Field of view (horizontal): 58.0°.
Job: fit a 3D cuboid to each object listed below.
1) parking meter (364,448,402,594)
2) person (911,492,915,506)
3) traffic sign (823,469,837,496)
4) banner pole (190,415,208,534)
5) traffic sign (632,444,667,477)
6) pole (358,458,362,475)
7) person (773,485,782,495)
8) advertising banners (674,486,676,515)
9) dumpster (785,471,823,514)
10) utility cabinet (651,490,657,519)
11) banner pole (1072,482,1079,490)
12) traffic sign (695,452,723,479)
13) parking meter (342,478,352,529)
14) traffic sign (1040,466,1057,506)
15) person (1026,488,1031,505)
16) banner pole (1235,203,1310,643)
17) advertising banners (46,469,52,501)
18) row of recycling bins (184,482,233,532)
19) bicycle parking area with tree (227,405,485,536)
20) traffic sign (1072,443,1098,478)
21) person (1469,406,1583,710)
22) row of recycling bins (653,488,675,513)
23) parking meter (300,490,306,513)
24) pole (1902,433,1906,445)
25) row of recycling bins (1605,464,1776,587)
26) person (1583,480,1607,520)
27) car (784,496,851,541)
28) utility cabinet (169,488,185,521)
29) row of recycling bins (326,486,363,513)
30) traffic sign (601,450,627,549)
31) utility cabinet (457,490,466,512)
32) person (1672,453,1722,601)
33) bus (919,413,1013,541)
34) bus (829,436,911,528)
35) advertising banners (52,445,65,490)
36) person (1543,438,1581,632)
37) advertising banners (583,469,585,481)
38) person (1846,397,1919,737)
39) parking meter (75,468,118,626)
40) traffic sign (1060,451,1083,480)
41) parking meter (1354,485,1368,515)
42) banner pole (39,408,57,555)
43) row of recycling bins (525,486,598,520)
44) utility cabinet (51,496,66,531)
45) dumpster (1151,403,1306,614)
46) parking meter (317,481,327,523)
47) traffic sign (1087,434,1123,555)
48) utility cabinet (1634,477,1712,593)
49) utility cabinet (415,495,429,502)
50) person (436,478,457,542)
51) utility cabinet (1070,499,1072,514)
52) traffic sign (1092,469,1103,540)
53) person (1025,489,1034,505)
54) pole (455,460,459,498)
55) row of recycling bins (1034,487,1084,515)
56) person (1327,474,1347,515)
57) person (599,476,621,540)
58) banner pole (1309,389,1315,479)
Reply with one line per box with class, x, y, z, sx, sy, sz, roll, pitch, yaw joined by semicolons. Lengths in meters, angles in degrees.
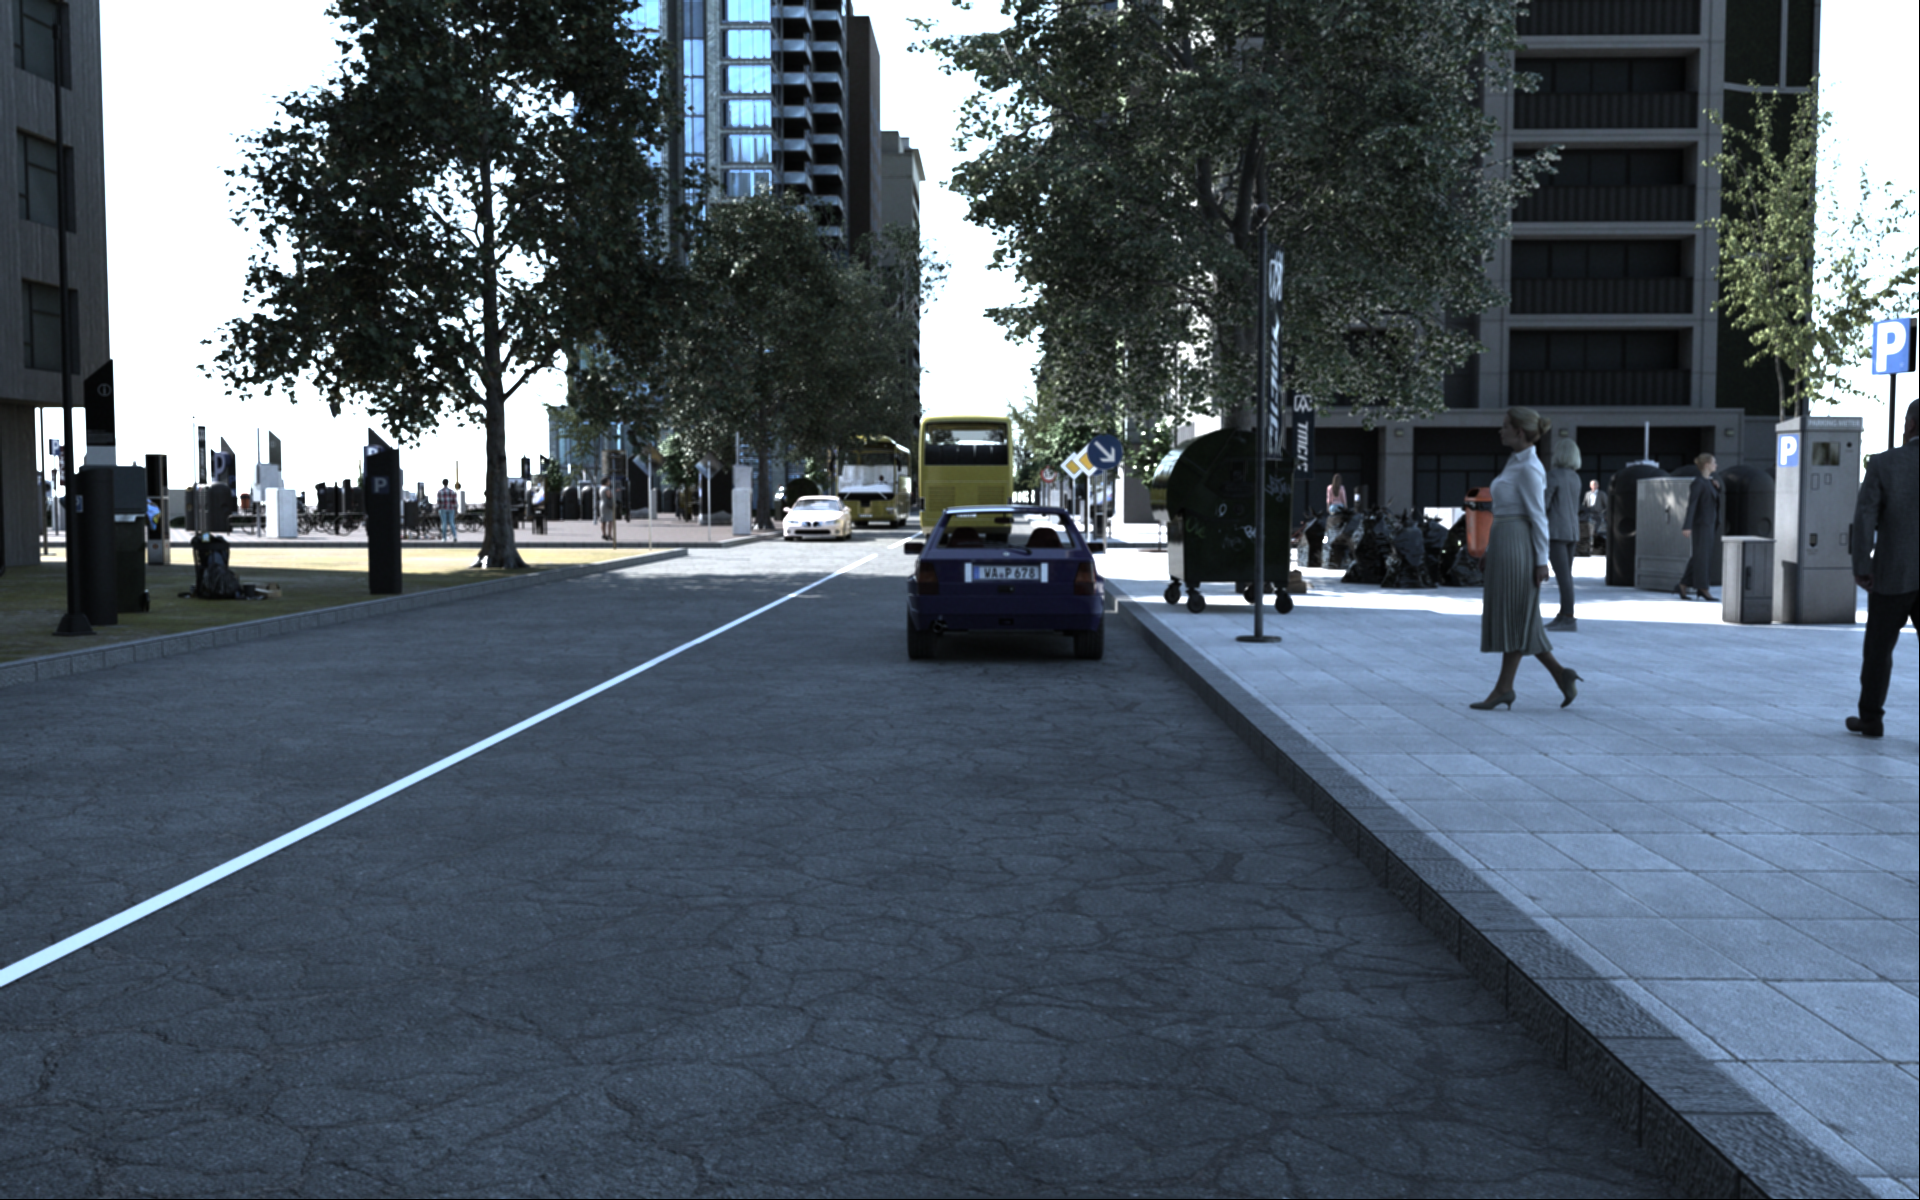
parking meter;-7.414;-1.012;22.261;0.399;1.863;0.255;0;4;-1
person;-5.292;-11.173;188.681;0.705;1.831;1.348;-2;4;-33
traffic sign;-6.369;-5.194;85.023;0.768;2.556;0.104;0;4;8
banner pole;-24.270;-3.992;55.285;0.401;3.779;0.863;1;4;12
traffic sign;-7.061;-2.274;39.368;0.795;2.593;0.064;0;4;1
pole;-34.355;-6.447;99.253;0.158;3.312;0.155;0;3;0
person;-9.154;-4.942;87.415;0.480;1.755;0.524;1;4;18
advertising banners;-17.852;-6.906;109.106;0.090;3.025;2.074;0;4;1
dumpster;-6.704;-4.393;74.319;1.502;2.255;1.985;0;4;1
utility cabinet;-15.339;-4.782;86.864;0.318;1.500;1.173;-1;4;-10
banner pole;7.975;-7.958;120.134;0.401;3.779;0.863;-3;5;-40
traffic sign;-6.872;-2.762;47.350;0.795;2.593;0.064;0;4;1
parking meter;-22.870;-3.602;64.601;0.255;1.863;0.399;-3;4;-38
traffic sign;3.953;-4.702;76.984;0.768;2.556;0.104;0;4;5
person;6.249;-9.202;156.437;0.705;1.831;1.348;-1;4;-10
banner pole;2.717;-1.542;15.237;0.401;3.779;0.863;2;4;27
advertising banners;-63.187;-7.535;119.385;0.090;3.025;2.074;3;5;41
row of recycling bins;-25.788;-3.204;59.492;1.069;1.692;3.534;-3;4;-36
bicycle parking area with tree;-19.312;-4.262;56.678;9.016;4.147;8.231;1;4;14
traffic sign;2.929;-2.258;39.111;0.795;2.593;0.064;0;4;1
person;3.373;-0.245;10.270;0.641;1.798;0.478;1;4;19
row of recycling bins;-19.455;-6.822;118.659;3.534;1.692;1.069;0;4;0
parking meter;-42.662;-6.362;112.436;0.372;1.533;0.369;0;3;0
pole;31.503;-3.913;57.820;0.158;3.312;0.155;0;3;0
row of recycling bins;10.750;-1.073;24.649;3.534;1.692;1.069;-2;4;-23
person;15.851;-2.103;43.280;0.661;1.777;0.834;2;4;35
car;-4.413;-2.555;54.143;2.083;1.381;4.827;0;4;0
utility cabinet;-30.933;-3.653;68.401;0.318;1.500;1.173;1;4;21
row of recycling bins;-31.146;-4.894;87.127;1.069;1.692;3.534;0;4;7
traffic sign;-8.043;-2.333;40.281;0.606;2.300;0.079;1;4;8
utility cabinet;-26.104;-5.022;90.789;0.318;1.500;1.173;-1;4;-23
person;8.893;-0.880;20.856;0.534;1.772;0.576;1;4;19
bus;0.225;-3.722;52.405;2.896;3.916;12.252;0;4;1
bus;-3.702;-5.153;75.801;2.896;3.916;12.252;0;4;1
advertising banners;-31.619;-4.052;62.437;0.090;3.025;2.074;2;4;30
person;5.594;-0.616;16.303;0.537;1.800;0.526;-2;4;-31
advertising banners;-25.450;-7.471;118.331;0.090;3.025;2.074;-2;4;-29
person;4.875;-0.149;8.876;0.661;1.777;0.834;0;4;7
parking meter;-8.482;-0.524;16.971;0.372;1.533;0.369;0;3;0
traffic sign;3.119;-2.746;47.094;0.795;2.593;0.064;0;4;1
parking meter;10.907;-2.367;47.115;0.372;1.533;0.369;0;3;0
banner pole;-19.441;-2.832;36.319;0.863;3.779;0.401;0;4;8
row of recycling bins;-19.848;-4.848;86.372;3.534;1.692;1.069;-1;4;-14
utility cabinet;-31.601;-3.036;60.801;0.306;1.237;1.020;-3;5;-42
dumpster;2.962;-1.030;19.327;1.502;2.255;1.985;0;4;1
parking meter;-28.600;-4.396;77.591;0.399;1.863;0.255;-1;4;-23
traffic sign;3.062;-2.231;36.587;0.768;2.556;0.104;1;4;9
utility cabinet;9.317;-0.856;22.674;0.318;1.500;1.173;-1;4;-13
utility cabinet;-32.989;-5.817;106.269;0.306;1.237;1.020;1;4;19
person;-13.832;-2.435;46.690;0.563;1.720;0.643;-2;4;-24
utility cabinet;6.794;-6.093;110.779;1.020;1.237;0.306;-3;4;-38
traffic sign;3.742;-2.927;47.958;0.768;2.556;0.104;0;4;4
person;6.121;-8.903;152.332;0.721;1.735;1.217;3;4;39
pole;-29.752;-6.648;102.545;0.158;3.312;0.155;0;3;0
row of recycling bins;6.152;-6.168;107.956;3.534;1.692;1.069;2;4;34
person;10.212;-2.495;46.841;0.555;1.821;0.388;1;4;9
person;-9.671;-2.542;47.959;0.532;1.782;0.716;-2;4;-34
banner pole;6.980;-2.819;36.100;0.863;3.779;0.401;0;4;5
